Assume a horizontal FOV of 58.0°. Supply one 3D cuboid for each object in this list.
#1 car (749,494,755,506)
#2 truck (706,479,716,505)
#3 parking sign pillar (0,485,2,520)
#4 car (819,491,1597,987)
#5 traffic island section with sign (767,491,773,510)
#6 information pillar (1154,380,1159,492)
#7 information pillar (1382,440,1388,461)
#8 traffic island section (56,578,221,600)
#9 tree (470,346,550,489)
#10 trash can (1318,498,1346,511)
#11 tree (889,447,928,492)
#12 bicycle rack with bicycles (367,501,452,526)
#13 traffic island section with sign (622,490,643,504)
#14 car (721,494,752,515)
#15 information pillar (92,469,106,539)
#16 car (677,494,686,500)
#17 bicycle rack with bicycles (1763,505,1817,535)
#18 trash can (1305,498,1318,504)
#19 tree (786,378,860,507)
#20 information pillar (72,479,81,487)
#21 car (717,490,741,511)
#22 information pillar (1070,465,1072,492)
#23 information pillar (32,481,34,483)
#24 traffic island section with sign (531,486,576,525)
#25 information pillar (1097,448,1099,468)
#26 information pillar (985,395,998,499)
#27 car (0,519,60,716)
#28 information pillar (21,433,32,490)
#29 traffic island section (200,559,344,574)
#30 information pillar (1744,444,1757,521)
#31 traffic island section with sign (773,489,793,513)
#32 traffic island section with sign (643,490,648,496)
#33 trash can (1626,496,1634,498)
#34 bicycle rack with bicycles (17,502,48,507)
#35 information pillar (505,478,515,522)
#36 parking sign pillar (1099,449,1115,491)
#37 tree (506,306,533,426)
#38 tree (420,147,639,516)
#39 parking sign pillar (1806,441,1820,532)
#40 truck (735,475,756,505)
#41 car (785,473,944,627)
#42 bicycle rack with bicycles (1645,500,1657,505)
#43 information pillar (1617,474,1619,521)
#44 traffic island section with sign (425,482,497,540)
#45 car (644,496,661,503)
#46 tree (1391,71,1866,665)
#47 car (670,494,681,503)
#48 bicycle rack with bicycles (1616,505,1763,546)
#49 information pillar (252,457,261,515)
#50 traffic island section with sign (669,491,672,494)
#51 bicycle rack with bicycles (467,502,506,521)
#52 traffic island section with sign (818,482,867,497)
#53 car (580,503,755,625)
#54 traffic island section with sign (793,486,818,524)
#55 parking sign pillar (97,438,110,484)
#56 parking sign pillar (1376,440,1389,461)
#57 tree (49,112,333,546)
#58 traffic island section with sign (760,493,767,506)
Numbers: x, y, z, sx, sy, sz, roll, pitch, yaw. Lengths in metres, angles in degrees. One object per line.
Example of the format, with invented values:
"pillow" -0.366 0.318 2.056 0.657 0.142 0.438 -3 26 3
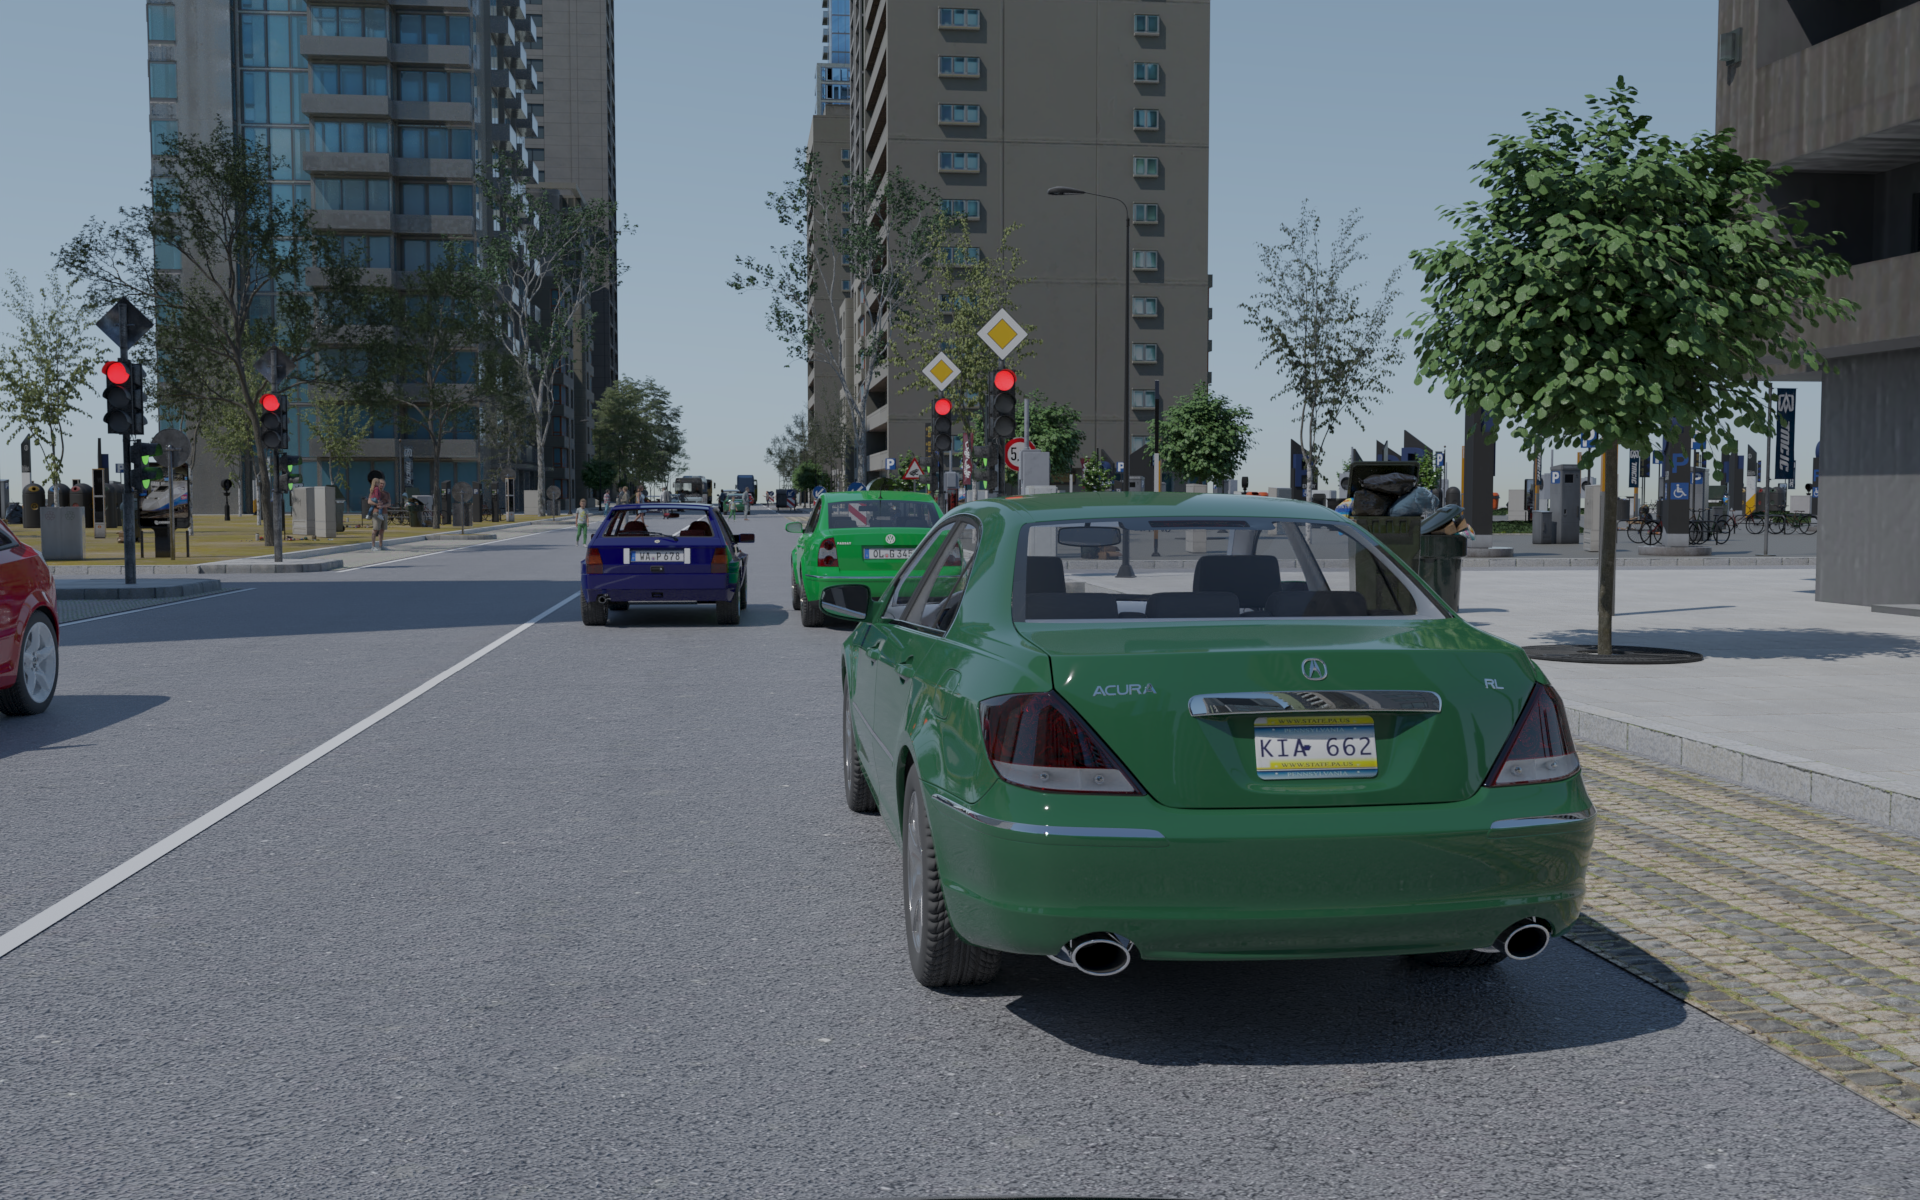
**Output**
"car" -26.296 -12.466 212.851 2.155 1.783 4.494 0 4 -7
"truck" -33.615 -14.067 225.916 3.469 3.379 9.791 -1 4 -8
"parking sign pillar" -18.604 -2.675 32.207 1.447 3.967 1.447 2 4 28
"car" 0.567 0.320 6.565 2.131 1.459 4.920 0 4 -8
"traffic island section with sign" -16.450 -9.209 159.196 1.989 1.847 2.006 0 4 -7
"information pillar" 4.027 -2.699 35.491 0.183 3.616 0.504 0 4 6
"information pillar" 18.469 -5.135 75.317 0.183 3.616 0.504 2 4 34
"traffic island section" -11.889 -0.153 24.790 2.009 0.180 2.903 0 4 -7
"tree" -22.440 -8.327 86.514 4.360 8.622 3.978 0 3 0
"trash can" 13.101 -2.978 60.341 0.748 1.137 0.748 0 3 0
"tree" -2.112 -4.536 68.757 1.663 3.219 1.824 0 3 0
"bicycle rack with bicycles" -22.860 -3.534 71.168 2.925 0.926 2.852 1 4 20
"traffic island section with sign" -25.434 -7.545 131.988 1.989 1.847 2.006 0 4 -7
"car" -15.372 -6.566 119.150 2.131 1.459 4.920 0 4 -8
"information pillar" -24.848 -2.783 49.996 0.304 2.012 0.304 -1 4 -22
"car" -24.457 -8.314 147.728 2.131 1.459 4.920 -1 4 -9
"bicycle rack with bicycles" 26.192 -2.571 55.421 2.852 0.926 2.925 -2 4 -30
"trash can" 13.267 -3.249 64.773 0.748 1.137 0.748 0 3 0
"tree" -7.820 -9.693 108.839 4.360 8.622 3.978 0 3 0
"information pillar" -43.548 -4.949 85.409 0.304 2.012 0.304 0 4 -8
"car" -19.354 -8.403 146.056 2.281 1.827 5.304 -1 4 -9
"information pillar" 4.709 -5.020 73.430 0.183 3.616 0.504 0 4 1
"information pillar" -50.905 -5.534 94.971 0.304 2.012 0.304 -2 4 -29
"traffic island section with sign" -19.021 -4.438 81.191 1.989 1.847 2.006 0 4 -7
"information pillar" 6.965 -5.879 87.476 0.183 3.616 0.504 1 4 8
"information pillar" 0.788 -3.035 40.977 0.504 3.616 0.183 -3 5 -39
"car" -6.681 -0.042 9.721 2.155 1.783 4.494 0 4 -7
"information pillar" -36.068 -4.624 66.953 0.504 3.616 0.183 2 4 26
"traffic island section" -12.889 -0.638 32.713 2.009 0.180 2.903 0 4 -7
"information pillar" 37.038 -5.488 81.079 0.183 3.616 0.504 -2 4 -26
"traffic island section with sign" -13.077 -7.573 132.452 1.989 1.847 2.006 0 4 -7
"traffic island section with sign" -28.818 -9.181 158.730 1.989 1.847 2.006 0 4 -7
"trash can" 44.879 -6.371 115.823 0.748 1.137 0.748 0 3 0
"bicycle rack with bicycles" -42.755 -4.121 80.761 2.852 0.926 2.925 0 4 2
"information pillar" -20.845 -4.633 80.242 0.304 2.012 0.304 -2 4 -35
"parking sign pillar" 8.671 -7.002 102.955 1.447 3.967 1.447 -2 4 -28
"tree" -19.141 -7.927 64.020 8.767 10.594 7.601 3 5 40
"tree" -25.136 -14.787 97.648 12.611 20.169 13.585 0 3 0
"parking sign pillar" 29.888 -4.339 59.418 1.447 3.967 1.447 -1 4 -23
"truck" -29.248 -15.040 235.663 2.967 4.110 18.799 0 4 -6
"car" -1.025 -0.694 20.136 1.959 1.807 4.718 0 4 -8
"bicycle rack with bicycles" 45.048 -6.005 111.567 2.925 0.926 2.852 1 4 15
"information pillar" 24.290 -3.667 64.452 0.304 2.012 0.304 0 4 4
"traffic island section with sign" -15.653 -2.802 54.446 1.989 1.847 2.006 0 4 -7
"car" -20.008 -6.150 113.138 1.945 1.354 3.894 -1 4 -8
"tree" 5.113 -1.821 13.492 4.285 4.588 4.351 0 3 0
"car" -23.844 -7.975 142.189 2.131 1.459 4.920 0 4 -6
"bicycle rack with bicycles" 18.242 -1.885 44.206 2.925 0.926 2.852 0 4 -5
"information pillar" -42.389 -6.915 104.408 0.504 3.616 0.183 -3 5 -40
"traffic island section with sign" -39.057 -14.139 239.805 1.989 1.847 2.006 0 4 -7
"bicycle rack with bicycles" -22.785 -4.184 81.784 2.925 0.926 2.852 -1 4 -15
"traffic island section with sign" -3.541 -2.956 56.966 1.989 1.847 2.006 0 4 -7
"car" -3.393 -0.472 20.290 1.945 1.354 3.894 0 4 -5
"traffic island section with sign" -6.926 -4.592 83.709 1.989 1.847 2.006 0 4 -7
"parking sign pillar" -41.401 -5.823 83.686 1.447 3.967 1.447 -2 4 -28
"parking sign pillar" 21.122 -5.918 85.229 1.447 3.967 1.447 1 4 14
"tree" -17.208 -6.612 42.516 7.601 10.594 8.767 3 4 38
"traffic island section with sign" -26.925 -14.283 242.158 1.989 1.847 2.006 0 4 -7
